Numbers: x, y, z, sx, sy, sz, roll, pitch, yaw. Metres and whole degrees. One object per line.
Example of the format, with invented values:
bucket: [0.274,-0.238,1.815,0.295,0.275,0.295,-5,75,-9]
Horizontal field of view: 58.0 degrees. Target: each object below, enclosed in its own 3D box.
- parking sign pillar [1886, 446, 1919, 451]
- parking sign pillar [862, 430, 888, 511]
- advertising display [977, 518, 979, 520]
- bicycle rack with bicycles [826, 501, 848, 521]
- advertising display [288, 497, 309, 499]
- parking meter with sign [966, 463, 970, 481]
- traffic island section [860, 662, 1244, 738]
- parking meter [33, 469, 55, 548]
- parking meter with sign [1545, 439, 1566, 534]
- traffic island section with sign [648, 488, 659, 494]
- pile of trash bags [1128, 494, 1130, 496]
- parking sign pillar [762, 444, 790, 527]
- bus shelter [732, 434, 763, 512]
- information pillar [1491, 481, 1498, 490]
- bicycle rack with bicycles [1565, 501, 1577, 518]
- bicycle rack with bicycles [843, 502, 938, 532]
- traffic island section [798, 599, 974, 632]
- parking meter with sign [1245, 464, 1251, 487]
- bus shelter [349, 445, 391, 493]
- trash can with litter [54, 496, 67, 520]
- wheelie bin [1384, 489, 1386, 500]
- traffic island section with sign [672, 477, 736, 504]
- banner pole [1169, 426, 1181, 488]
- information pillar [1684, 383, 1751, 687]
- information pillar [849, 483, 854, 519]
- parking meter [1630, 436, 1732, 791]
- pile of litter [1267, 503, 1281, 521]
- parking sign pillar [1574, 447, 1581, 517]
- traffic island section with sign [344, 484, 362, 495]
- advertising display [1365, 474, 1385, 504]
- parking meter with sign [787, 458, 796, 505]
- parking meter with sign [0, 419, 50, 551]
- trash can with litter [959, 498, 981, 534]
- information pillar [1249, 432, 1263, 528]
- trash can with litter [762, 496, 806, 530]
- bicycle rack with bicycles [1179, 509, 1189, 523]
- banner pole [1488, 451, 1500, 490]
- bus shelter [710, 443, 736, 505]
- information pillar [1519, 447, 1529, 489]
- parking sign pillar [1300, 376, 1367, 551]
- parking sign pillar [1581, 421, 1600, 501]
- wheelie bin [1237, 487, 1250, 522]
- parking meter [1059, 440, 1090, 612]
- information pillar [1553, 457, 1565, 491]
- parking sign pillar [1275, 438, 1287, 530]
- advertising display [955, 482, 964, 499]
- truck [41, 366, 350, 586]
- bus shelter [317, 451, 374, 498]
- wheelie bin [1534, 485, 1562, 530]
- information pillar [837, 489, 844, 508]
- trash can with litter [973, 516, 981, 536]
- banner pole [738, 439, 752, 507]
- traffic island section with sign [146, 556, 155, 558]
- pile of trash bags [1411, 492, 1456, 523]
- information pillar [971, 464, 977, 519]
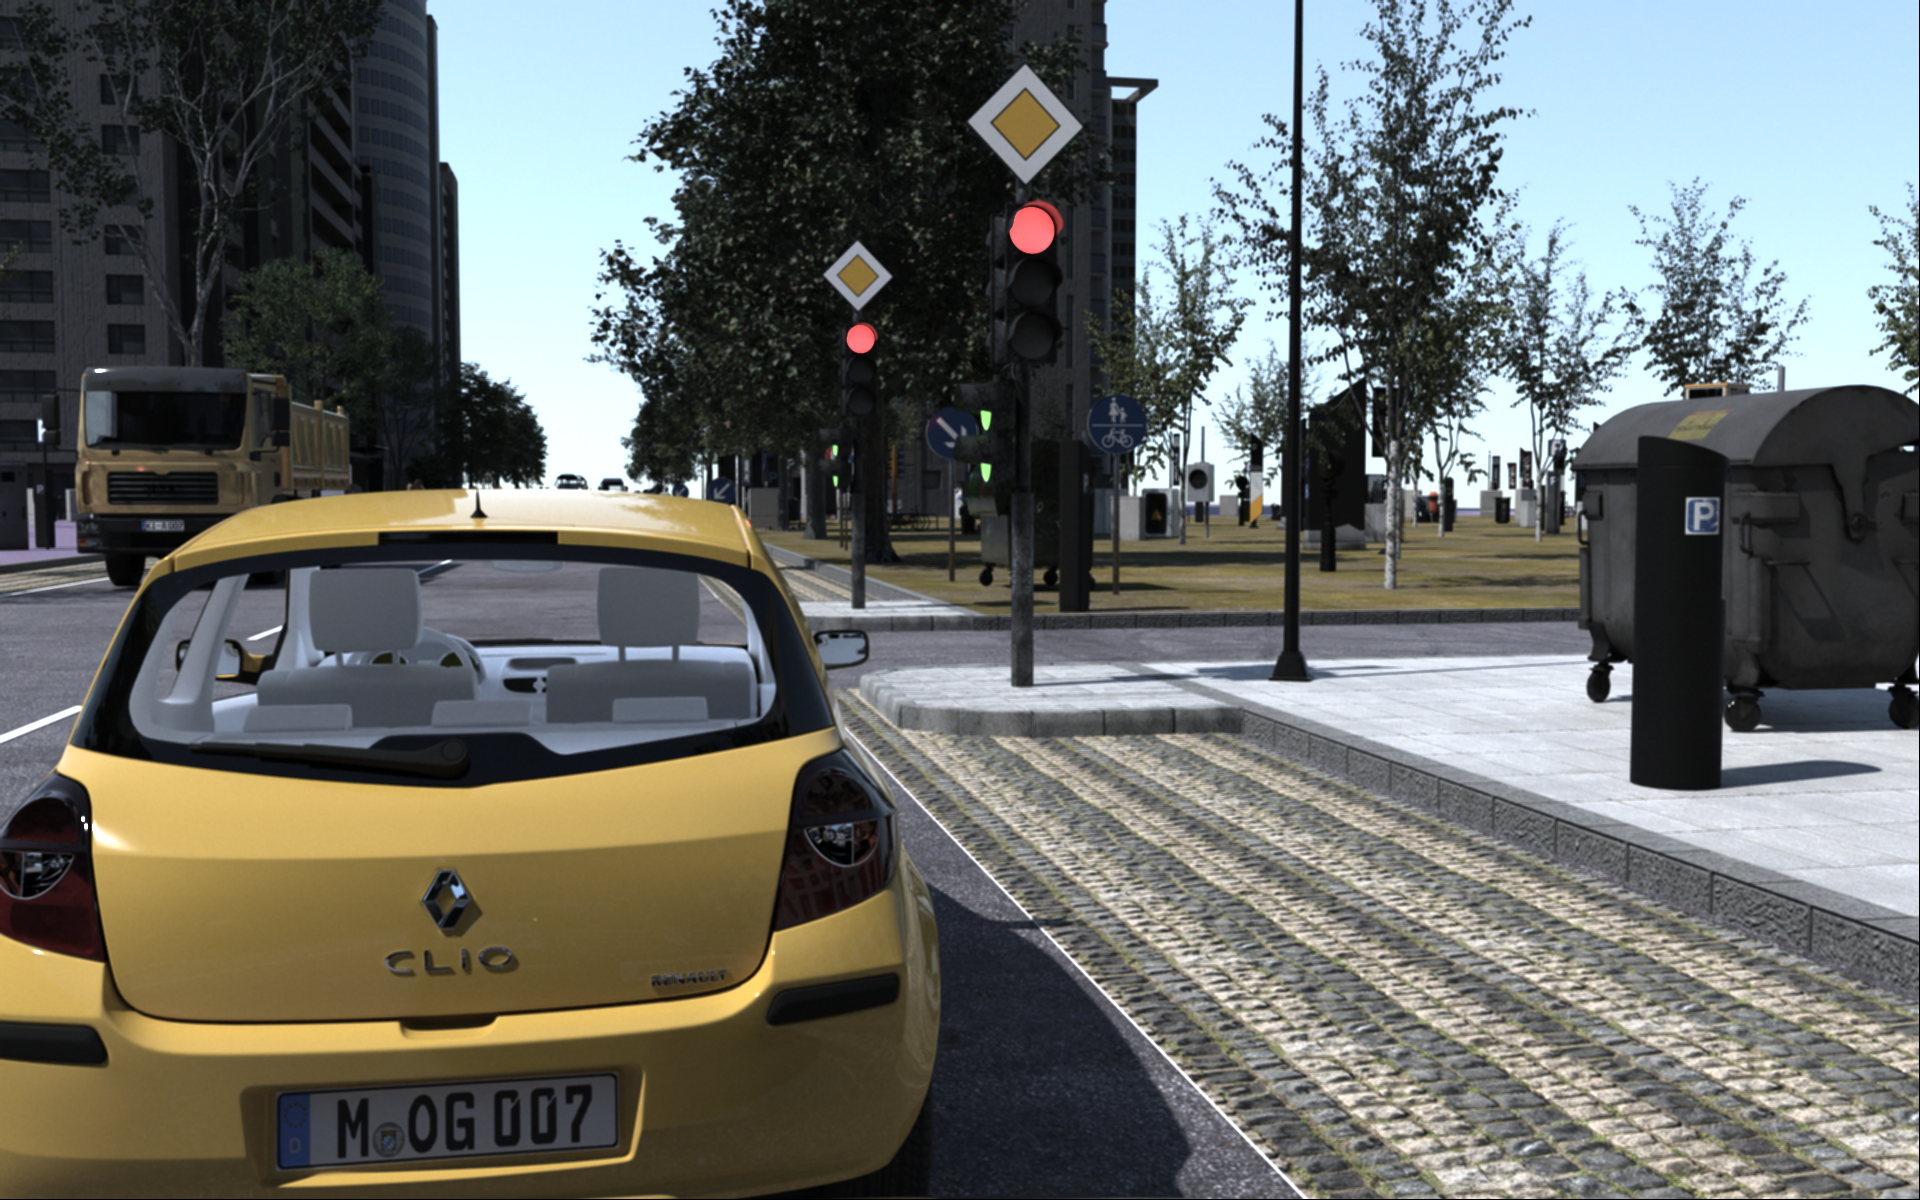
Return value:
parking sign pillar: [42.351,-5.488,78.202,1.447,3.967,1.447,-1,4,-8]
parking sign pillar: [-3.639,-5.034,70.773,1.447,3.967,1.447,-1,4,-14]
advertising display: [1.162,-4.865,84.760,0.123,1.923,0.974,-3,5,-40]
bicycle rack with bicycles: [-5.803,-4.300,83.682,2.925,0.926,2.852,-1,4,-18]
advertising display: [-32.594,-4.903,85.374,0.974,1.923,0.123,-1,4,-11]
parking meter with sign: [1.249,-6.120,96.329,1.738,3.016,0.543,1,4,16]
traffic island section: [0.439,0.655,11.578,2.009,0.180,2.903,-1,4,-11]
parking meter: [-21.817,-2.174,41.250,0.399,1.863,0.255,1,4,11]
parking meter with sign: [19.214,-3.656,56.043,0.543,3.016,1.738,1,4,14]
traffic island section with sign: [-11.130,-3.642,68.180,1.989,1.847,2.006,-1,4,-11]
pile of trash bags: [8.517,-4.539,83.959,3.447,1.369,1.912,0,4,4]
parking sign pillar: [-7.337,-4.811,67.129,1.447,3.967,1.447,-1,4,-14]
bus shelter: [-8.758,-5.956,75.009,2.179,5.291,8.768,-1,4,-11]
information pillar: [30.633,-5.799,99.309,0.304,2.012,0.304,0,4,-7]
bicycle rack with bicycles: [32.013,-4.867,92.953,2.925,0.926,2.852,2,4,31]
bicycle rack with bicycles: [-2.135,-2.821,59.500,2.925,0.926,2.852,-1,4,-23]
traffic island section: [-1.115,0.176,19.410,2.009,0.180,2.903,-1,4,-11]
parking meter with sign: [16.464,-6.222,97.995,0.543,3.016,1.738,0,4,5]
bus shelter: [-29.598,-5.805,86.196,1.731,3.624,6.357,-1,4,-11]
trash can with litter: [-44.250,-4.560,85.617,1.678,1.210,2.233,1,4,16]
wheelie bin: [23.331,-5.250,93.746,0.980,1.594,0.693,-1,4,-14]
traffic island section with sign: [-5.888,-2.025,41.738,1.989,1.847,2.006,-1,4,-11]
banner pole: [7.793,-4.469,63.091,0.401,3.779,0.863,-2,4,-24]
information pillar: [5.065,-0.437,11.640,0.304,2.012,0.304,-3,4,-38]
information pillar: [-5.613,-5.232,90.036,0.304,2.012,0.304,0,3,0]
parking meter: [3.166,0.048,7.622,0.372,1.533,0.369,0,3,0]
pile of litter: [15.587,-4.308,84.397,1.176,0.858,1.719,0,4,-4]
parking sign pillar: [35.719,-6.731,98.522,1.447,3.967,1.447,0,4,-3]
traffic island section with sign: [-23.081,-3.503,65.903,1.989,1.847,2.006,-1,4,-11]
advertising display: [13.395,-3.105,55.977,0.974,1.923,0.123,-3,5,-44]
parking meter with sign: [-8.471,-5.438,85.172,0.543,3.016,1.738,-1,4,-15]
parking meter with sign: [-21.765,-2.649,39.567,0.543,3.016,1.738,3,5,42]
trash can with litter: [0.500,-2.693,55.422,1.055,1.170,0.624,2,4,30]
information pillar: [11.119,-4.503,64.986,0.504,3.616,0.183,2,4,28]
trash can with litter: [-6.358,-3.146,62.489,2.233,1.210,1.678,-3,5,-41]
bicycle rack with bicycles: [8.757,-3.819,75.823,2.852,0.926,2.925,2,4,23]
banner pole: [30.742,-6.720,99.882,0.863,3.779,0.401,0,4,-2]
bus shelter: [-10.913,-5.601,82.864,1.731,3.624,6.357,-1,4,-11]
information pillar: [27.969,-5.783,85.903,0.504,3.616,0.183,3,5,41]
parking sign pillar: [8.575,-3.125,39.573,1.447,3.967,1.447,0,4,-2]
parking sign pillar: [23.916,-4.604,63.750,1.447,3.967,1.447,2,4,35]
wheelie bin: [13.460,-4.474,81.055,0.980,1.594,0.693,1,4,11]
parking meter: [1.254,-0.807,18.912,0.255,1.863,0.399,1,4,20]
information pillar: [25.819,-5.093,74.622,0.504,3.616,0.183,1,4,21]
parking sign pillar: [12.061,-4.501,62.056,1.447,3.967,1.447,-2,4,-24]
advertising display: [-0.123,-5.142,89.278,0.123,1.923,0.974,-3,4,-36]
truck: [-12.470,-2.049,29.423,3.469,3.379,9.791,-1,4,-10]
bus shelter: [-28.464,-5.264,79.998,2.014,3.302,5.546,-1,4,-11]
wheelie bin: [20.785,-3.269,61.362,0.980,1.594,0.693,0,4,-5]
information pillar: [-6.331,-6.111,91.275,0.183,3.616,0.504,-3,5,-42]
trash can with litter: [1.631,-2.586,53.332,2.233,1.210,1.678,3,4,37]
banner pole: [-8.662,-4.849,69.304,0.863,3.779,0.401,2,4,27]
traffic island section with sign: [-17.821,-1.881,39.380,1.989,1.847,2.006,-1,4,-11]
pile of trash bags: [21.146,-4.134,77.351,1.912,1.369,3.447,1,4,14]
information pillar: [0.811,-6.075,90.676,0.504,3.616,0.183,0,4,5]
